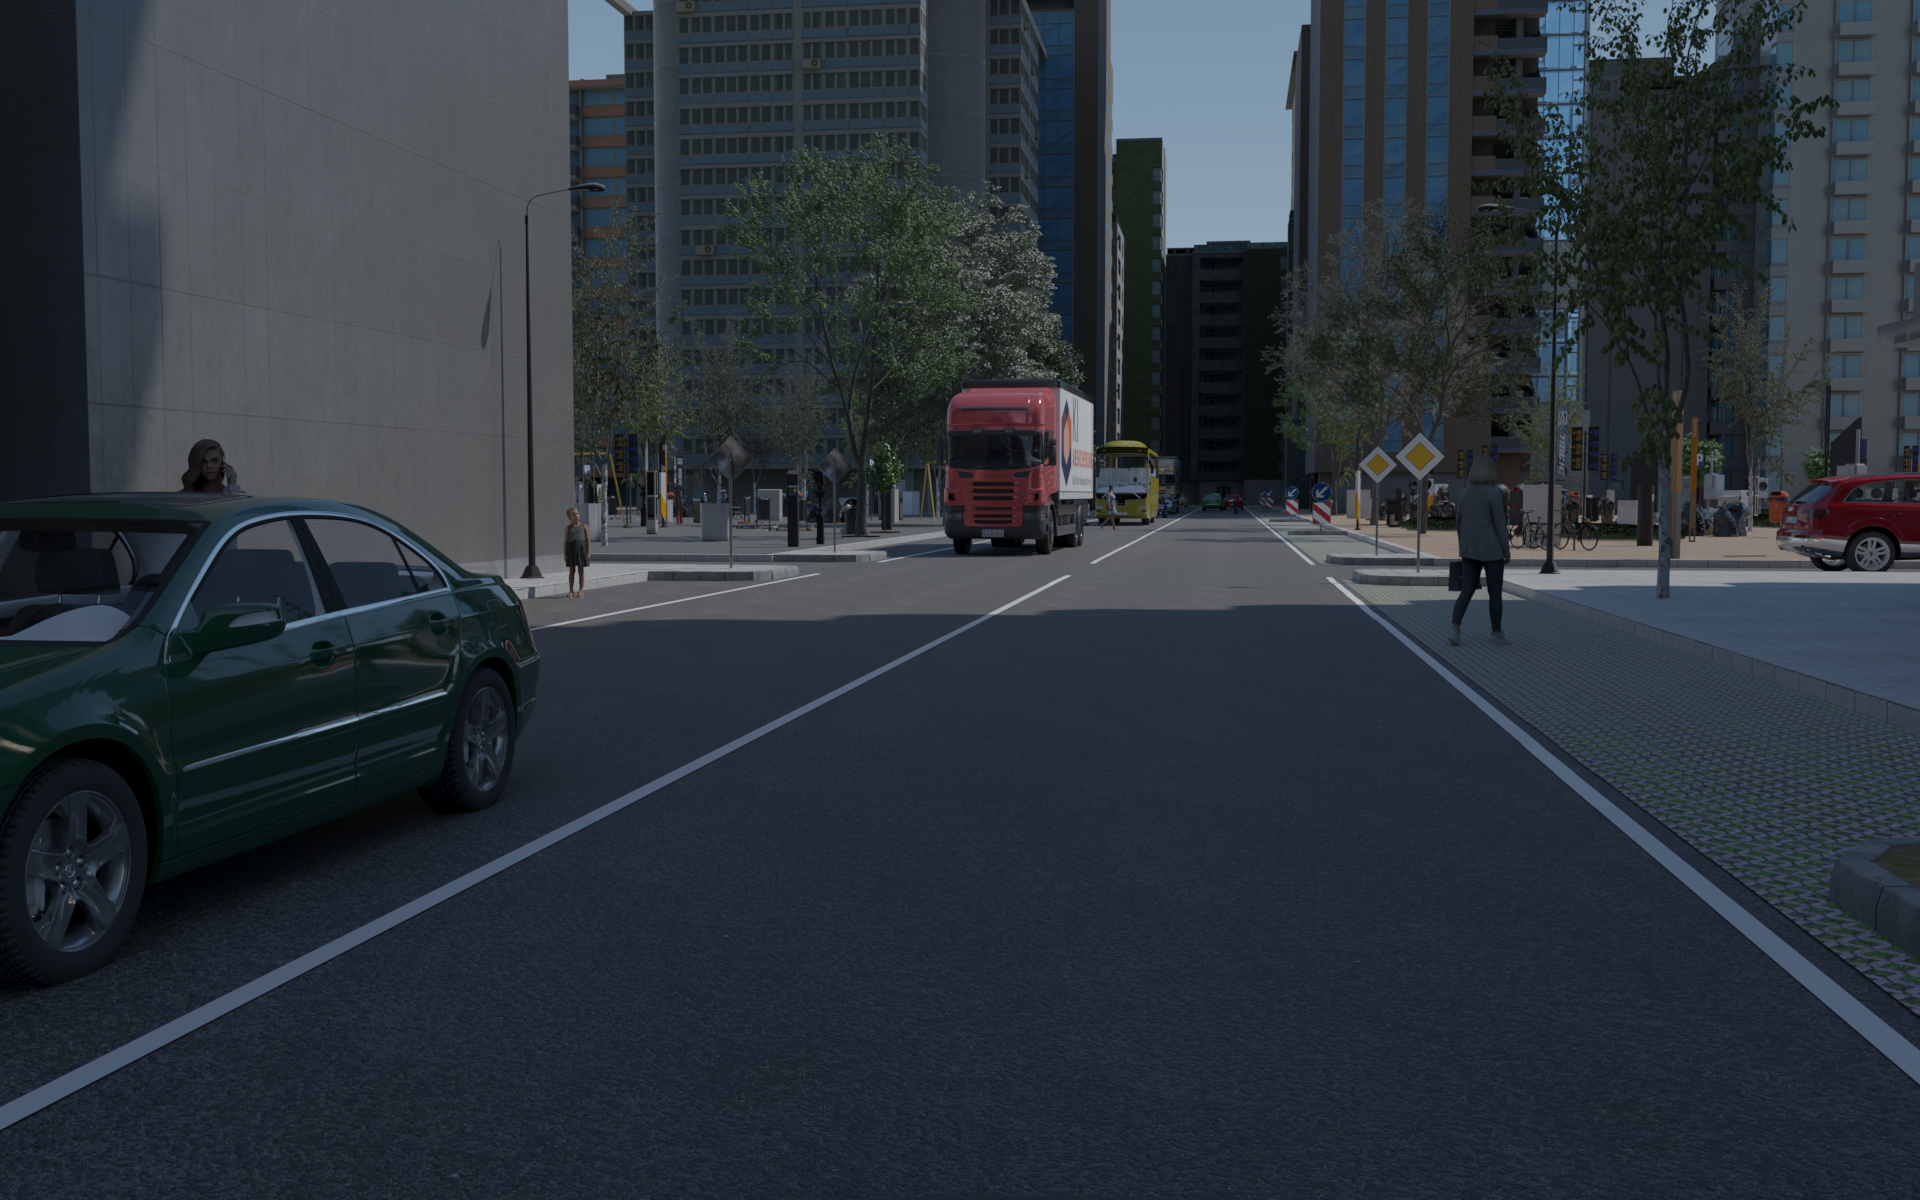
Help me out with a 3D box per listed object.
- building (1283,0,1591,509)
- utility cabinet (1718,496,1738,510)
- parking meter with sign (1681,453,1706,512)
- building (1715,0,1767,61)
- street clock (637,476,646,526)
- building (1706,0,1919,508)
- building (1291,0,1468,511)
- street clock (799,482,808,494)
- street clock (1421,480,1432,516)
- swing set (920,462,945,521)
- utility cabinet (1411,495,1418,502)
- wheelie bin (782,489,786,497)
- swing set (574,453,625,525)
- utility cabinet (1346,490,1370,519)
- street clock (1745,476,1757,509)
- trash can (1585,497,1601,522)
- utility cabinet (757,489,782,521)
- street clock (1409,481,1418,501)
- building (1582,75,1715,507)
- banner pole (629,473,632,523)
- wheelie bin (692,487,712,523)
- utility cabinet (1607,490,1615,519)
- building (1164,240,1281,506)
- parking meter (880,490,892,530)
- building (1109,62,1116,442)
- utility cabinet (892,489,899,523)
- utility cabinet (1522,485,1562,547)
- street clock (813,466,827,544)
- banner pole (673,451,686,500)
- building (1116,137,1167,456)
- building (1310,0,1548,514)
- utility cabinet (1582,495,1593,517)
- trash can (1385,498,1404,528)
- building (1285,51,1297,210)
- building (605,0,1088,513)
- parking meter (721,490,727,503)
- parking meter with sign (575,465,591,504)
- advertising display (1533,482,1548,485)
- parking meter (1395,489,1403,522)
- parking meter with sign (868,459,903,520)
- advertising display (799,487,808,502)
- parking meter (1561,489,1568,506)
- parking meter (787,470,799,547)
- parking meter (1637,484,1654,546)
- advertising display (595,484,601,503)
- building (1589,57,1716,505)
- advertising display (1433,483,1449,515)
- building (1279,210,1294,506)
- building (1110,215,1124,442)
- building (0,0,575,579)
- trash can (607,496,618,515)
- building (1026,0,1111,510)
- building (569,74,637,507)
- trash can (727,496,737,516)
[{"bbox_3d":[38.112,-50.508,138.472,22.319,86.520,31.000,1,4,9],"label":"building"},{"bbox_3d":[28.282,-3.221,63.825,0.306,1.237,1.020,0,4,-1],"label":"utility cabinet"},{"bbox_3d":[30.741,-4.728,73.569,1.738,3.016,0.543,-1,4,-18],"label":"parking meter with sign"},{"bbox_3d":[96.974,-46.126,192.414,20.611,71.187,20.563,1,4,9],"label":"building"},{"bbox_3d":[-12.576,-3.930,68.827,0.471,2.002,0.358,2,4,28],"label":"street clock"},{"bbox_3d":[87.629,-33.319,164.366,30.456,49.044,23.786,1,4,9],"label":"building"},{"bbox_3d":[38.539,-31.338,162.489,14.600,45.320,14.200,1,4,9],"label":"building"},{"bbox_3d":[-8.899,-5.737,98.362,0.471,2.002,0.358,2,4,27],"label":"street clock"},{"bbox_3d":[22.918,-4.928,85.147,0.471,2.002,0.358,0,4,2],"label":"street clock"},{"bbox_3d":[-0.086,-5.263,83.674,3.119,2.851,2.862,-1,4,-15],"label":"swing set"},{"bbox_3d":[26.549,-5.512,101.287,0.306,1.237,1.020,0,4,8],"label":"utility cabinet"},{"bbox_3d":[-11.175,-6.044,106.726,0.980,1.594,0.693,1,4,11],"label":"wheelie bin"},{"bbox_3d":[-14.847,-4.203,66.343,3.119,2.851,2.862,1,4,13],"label":"swing set"},{"bbox_3d":[20.589,-4.944,89.518,1.173,1.500,0.318,1,4,9],"label":"utility cabinet"},{"bbox_3d":[32.330,-4.052,70.817,0.471,2.002,0.358,-2,4,-33],"label":"street clock"},{"bbox_3d":[29.345,-4.202,80.363,0.748,1.137,0.748,0,3,0],"label":"trash can"},{"bbox_3d":[-9.015,-4.484,81.999,1.173,1.500,0.318,1,4,20],"label":"utility cabinet"},{"bbox_3d":[25.756,-5.742,98.449,0.471,2.002,0.358,-1,4,-17],"label":"street clock"},{"bbox_3d":[65.621,-29.908,172.596,14.086,41.232,14.154,1,4,9],"label":"building"},{"bbox_3d":[-14.415,-5.248,75.819,0.401,3.779,0.863,0,4,-4],"label":"banner pole"},{"bbox_3d":[-11.365,-4.187,76.367,0.980,1.594,0.693,3,5,44],"label":"wheelie bin"},{"bbox_3d":[33.047,-4.849,87.963,0.318,1.500,1.173,1,4,16],"label":"utility cabinet"},{"bbox_3d":[30.786,-26.224,200.468,14.107,30.474,14.160,1,4,9],"label":"building"},{"bbox_3d":[-2.632,-3.429,61.780,0.399,1.863,0.255,0,4,7],"label":"parking meter"},{"bbox_3d":[6.347,-28.993,157.625,14.154,41.232,14.086,1,4,9],"label":"building"},{"bbox_3d":[-2.968,-4.171,76.876,0.318,1.500,1.173,0,4,7],"label":"utility cabinet"},{"bbox_3d":[14.125,-2.039,42.020,0.318,1.500,1.173,-1,4,-15],"label":"utility cabinet"},{"bbox_3d":[-3.567,-2.425,44.212,0.358,2.002,0.471,0,4,5],"label":"street clock"},{"bbox_3d":[-16.218,-6.795,101.120,0.401,3.779,0.863,3,5,39],"label":"banner pole"},{"bbox_3d":[16.900,-31.742,202.577,14.086,41.232,14.154,1,4,9],"label":"building"},{"bbox_3d":[30.920,-28.562,117.104,14.600,45.320,14.200,1,4,9],"label":"building"},{"bbox_3d":[35.803,-5.365,98.878,0.306,1.237,1.020,2,4,35],"label":"utility cabinet"},{"bbox_3d":[16.712,-3.362,66.614,0.748,1.137,0.748,0,3,0],"label":"trash can"},{"bbox_3d":[52.432,-37.579,203.650,27.495,52.752,28.713,1,4,9],"label":"building"},{"bbox_3d":[-7.193,-26.562,126.173,32.217,40.220,23.993,1,4,9],"label":"building"},{"bbox_3d":[-13.386,-5.476,97.951,0.372,1.533,0.369,0,3,0],"label":"parking meter"},{"bbox_3d":[-22.672,-6.505,102.615,1.738,3.016,0.543,3,4,36],"label":"parking meter with sign"},{"bbox_3d":[30.874,-5.293,91.752,0.974,1.923,0.123,0,4,7],"label":"advertising display"},{"bbox_3d":[20.522,-4.437,80.962,0.372,1.533,0.369,0,3,0],"label":"parking meter"},{"bbox_3d":[-3.646,-5.449,85.349,1.738,3.016,0.543,2,4,24],"label":"parking meter with sign"},{"bbox_3d":[-10.448,-6.655,114.030,0.974,1.923,0.123,-2,4,-28],"label":"advertising display"},{"bbox_3d":[27.566,-4.321,79.063,0.372,1.533,0.369,0,3,0],"label":"parking meter"},{"bbox_3d":[-4.048,-2.221,42.027,0.255,1.863,0.399,0,4,0],"label":"parking meter"},{"bbox_3d":[16.926,-2.101,42.769,0.372,1.533,0.369,0,3,0],"label":"parking meter"},{"bbox_3d":[-22.314,-6.227,107.024,0.123,1.923,0.974,0,4,8],"label":"advertising display"},{"bbox_3d":[76.123,-35.025,196.367,21.600,48.544,21.300,1,4,9],"label":"building"},{"bbox_3d":[28.408,-5.942,102.365,0.974,1.923,0.123,0,4,-7],"label":"advertising display"},{"bbox_3d":[40.396,-24.786,176.951,14.160,30.474,14.107,1,4,9],"label":"building"},{"bbox_3d":[9.993,-25.078,181.719,14.107,30.474,14.160,1,4,9],"label":"building"},{"bbox_3d":[-22.016,-12.606,25.176,30.058,24.678,14.314,1,4,9],"label":"building"},{"bbox_3d":[-21.517,-5.835,107.049,0.748,1.137,0.748,0,3,0],"label":"trash can"},{"bbox_3d":[5.013,-30.172,143.422,14.600,45.320,14.200,1,4,9],"label":"building"},{"bbox_3d":[-32.364,-32.331,183.234,28.867,44.769,22.147,1,4,9],"label":"building"},{"bbox_3d":[-13.607,-5.562,102.599,0.748,1.137,0.748,0,3,0],"label":"trash can"}]
